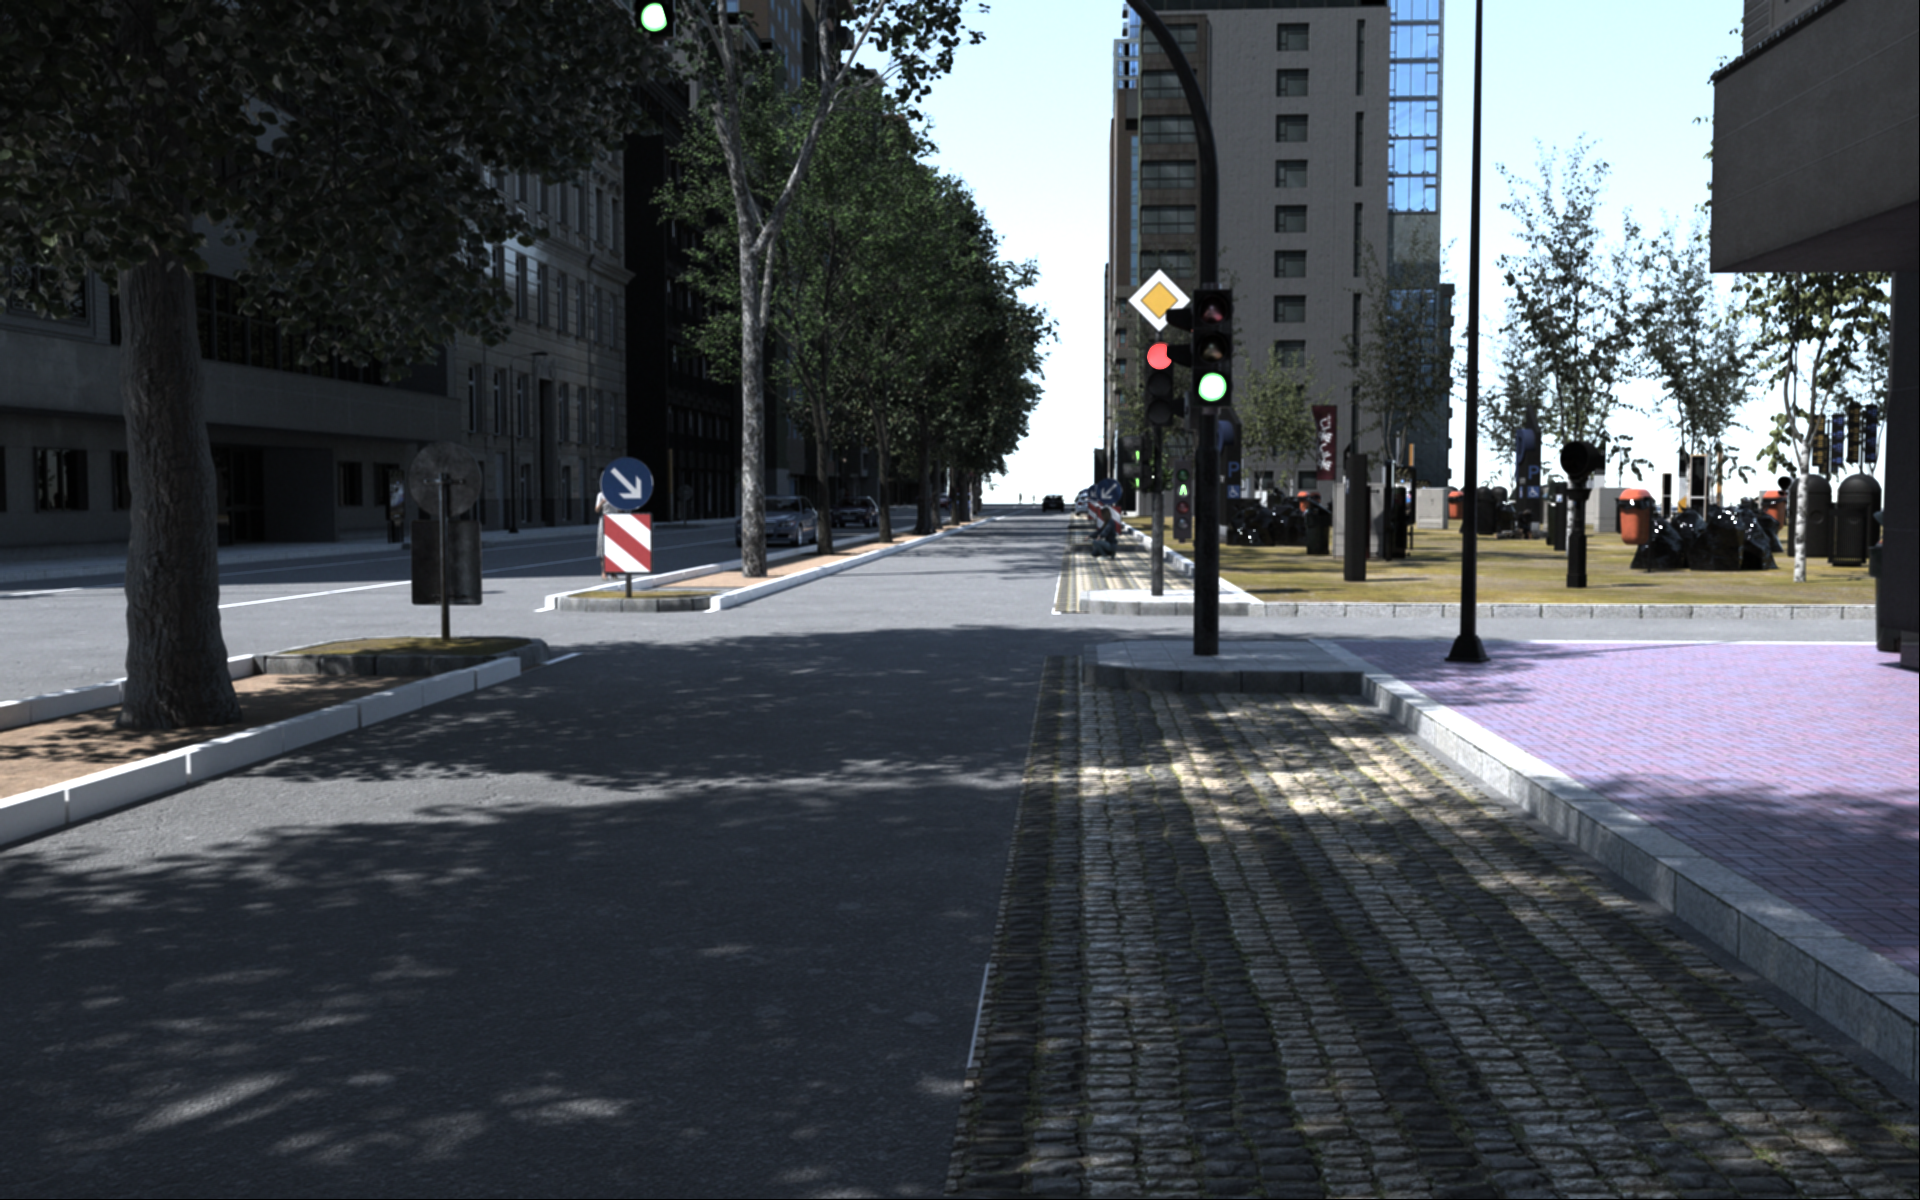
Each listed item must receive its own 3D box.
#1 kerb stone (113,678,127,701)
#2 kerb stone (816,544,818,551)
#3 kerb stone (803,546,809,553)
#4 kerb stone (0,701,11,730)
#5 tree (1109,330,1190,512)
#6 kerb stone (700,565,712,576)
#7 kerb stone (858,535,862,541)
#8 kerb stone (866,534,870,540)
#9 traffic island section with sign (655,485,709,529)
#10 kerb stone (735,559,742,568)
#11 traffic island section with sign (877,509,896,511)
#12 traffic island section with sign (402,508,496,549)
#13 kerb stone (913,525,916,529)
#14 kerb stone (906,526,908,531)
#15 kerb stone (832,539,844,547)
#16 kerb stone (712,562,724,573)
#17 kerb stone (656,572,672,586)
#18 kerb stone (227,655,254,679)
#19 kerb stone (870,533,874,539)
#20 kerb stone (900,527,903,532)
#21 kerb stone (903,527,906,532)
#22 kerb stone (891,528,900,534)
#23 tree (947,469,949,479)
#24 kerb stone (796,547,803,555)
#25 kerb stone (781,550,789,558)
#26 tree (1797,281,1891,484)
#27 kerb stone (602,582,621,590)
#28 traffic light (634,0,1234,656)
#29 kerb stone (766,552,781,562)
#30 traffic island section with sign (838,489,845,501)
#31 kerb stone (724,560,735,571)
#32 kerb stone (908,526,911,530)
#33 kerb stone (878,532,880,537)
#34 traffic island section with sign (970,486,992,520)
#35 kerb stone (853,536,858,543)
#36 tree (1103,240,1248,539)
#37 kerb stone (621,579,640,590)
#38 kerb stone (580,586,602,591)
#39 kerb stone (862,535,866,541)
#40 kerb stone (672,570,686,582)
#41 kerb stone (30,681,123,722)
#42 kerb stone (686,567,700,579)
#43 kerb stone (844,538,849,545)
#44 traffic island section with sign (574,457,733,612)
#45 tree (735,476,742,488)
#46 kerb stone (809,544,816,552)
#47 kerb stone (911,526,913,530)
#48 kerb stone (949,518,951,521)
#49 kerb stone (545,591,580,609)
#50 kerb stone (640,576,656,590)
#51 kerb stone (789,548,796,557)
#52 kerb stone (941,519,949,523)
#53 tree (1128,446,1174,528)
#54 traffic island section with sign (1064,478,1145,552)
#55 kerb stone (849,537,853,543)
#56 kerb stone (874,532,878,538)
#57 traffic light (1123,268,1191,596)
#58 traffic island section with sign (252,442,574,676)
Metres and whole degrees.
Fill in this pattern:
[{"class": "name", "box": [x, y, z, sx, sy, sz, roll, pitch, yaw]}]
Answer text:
[{"class": "kerb stone", "box": [-5.740, 0.605, 12.296, 0.120, 0.150, 1.000, 0, 4, 4]}, {"class": "kerb stone", "box": [-3.664, -1.308, 43.589, 0.120, 0.150, 1.000, 0, 4, 4]}, {"class": "kerb stone", "box": [-3.809, -1.180, 41.544, 0.120, 0.150, 1.000, 0, 4, 4]}, {"class": "kerb stone", "box": [-5.865, 0.730, 10.255, 0.120, 0.150, 1.000, 0, 4, 4]}, {"class": "tree", "box": [8.831, -7.754, 77.148, 4.737, 8.622, 4.395, 0, 3, 0]}, {"class": "kerb stone", "box": [-4.544, -0.496, 30.301, 0.120, 0.150, 1.000, 0, 4, 4]}, {"class": "kerb stone", "box": [-3.125, -1.809, 51.778, 0.120, 0.150, 1.000, 0, 4, 4]}, {"class": "kerb stone", "box": [-2.985, -1.934, 53.823, 0.120, 0.150, 1.000, 0, 4, 4]}, {"class": "traffic island section with sign", "box": [-11.608, -3.921, 72.738, 1.989, 1.847, 2.006, 0, 4, 4]}, {"class": "kerb stone", "box": [-4.343, -0.680, 33.364, 0.120, 0.150, 1.000, 0, 4, 4]}, {"class": "traffic island section with sign", "box": [-6.529, -8.630, 149.727, 1.989, 1.847, 2.006, 0, 4, 4]}, {"class": "traffic island section with sign", "box": [-13.390, -2.267, 45.699, 1.989, 1.847, 2.006, 0, 4, 4]}, {"class": "kerb stone", "box": [-1.977, -2.871, 69.138, 0.120, 0.150, 1.000, 0, 4, 4]}, {"class": "kerb stone", "box": [-2.179, -2.684, 66.072, 0.120, 0.150, 1.000, 0, 4, 4]}, {"class": "kerb stone", "box": [-3.394, -1.559, 47.690, 0.120, 0.150, 1.000, 0, 4, 4]}, {"class": "kerb stone", "box": [-4.477, -0.555, 31.321, 0.120, 0.150, 1.000, 0, 4, 4]}, {"class": "kerb stone", "box": [-4.743, -0.305, 27.237, 0.120, 0.150, 1.000, 0, 4, 4]}, {"class": "kerb stone", "box": [-5.659, 0.543, 13.315, 0.120, 0.150, 1.000, 0, 4, 4]}, {"class": "kerb stone", "box": [-2.920, -1.994, 54.846, 0.120, 0.150, 1.000, 0, 4, 4]}, {"class": "kerb stone", "box": [-2.315, -2.558, 64.033, 0.120, 0.150, 1.000, 0, 4, 4]}, {"class": "kerb stone", "box": [-2.241, -2.620, 65.052, 0.120, 0.150, 1.000, 0, 4, 4]}, {"class": "kerb stone", "box": [-2.381, -2.496, 63.013, 0.120, 0.150, 1.000, 0, 4, 4]}, {"class": "tree", "box": [-2.267, -18.805, 257.818, 4.737, 8.622, 4.395, 0, 3, 0]}, {"class": "kerb stone", "box": [-3.873, -1.121, 40.524, 0.120, 0.150, 1.000, 0, 4, 4]}, {"class": "kerb stone", "box": [-3.998, -0.987, 38.471, 0.120, 0.150, 1.000, 0, 4, 4]}, {"class": "tree", "box": [30.039, -6.536, 57.222, 4.360, 8.622, 3.978, 0, 3, 0]}, {"class": "kerb stone", "box": [-4.956, -0.121, 24.174, 0.120, 0.150, 1.000, 0, 4, 4]}, {"class": "traffic light", "box": [-0.151, -2.391, 13.753, 4.771, 5.953, 1.251, 0, 4, 4]}, {"class": "kerb stone", "box": [-4.071, -0.928, 37.447, 0.120, 0.150, 1.000, 0, 4, 4]}, {"class": "traffic island section with sign", "box": [-8.299, -6.985, 122.830, 1.989, 1.847, 2.006, 0, 4, 4]}, {"class": "kerb stone", "box": [-4.408, -0.621, 32.344, 0.120, 0.150, 1.000, 0, 4, 4]}, {"class": "kerb stone", "box": [-2.108, -2.746, 67.092, 0.120, 0.150, 1.000, 0, 4, 4]}, {"class": "kerb stone", "box": [-2.781, -2.122, 56.885, 0.120, 0.150, 1.000, 0, 4, 4]}, {"class": "traffic island section with sign", "box": [0.898, -5.429, 96.904, 2.006, 1.907, 1.989, 0, 4, 4]}, {"class": "kerb stone", "box": [-3.186, -1.744, 50.757, 0.120, 0.150, 1.000, 0, 4, 4]}, {"class": "tree", "box": [6.372, -6.056, 49.376, 4.360, 8.622, 3.978, 0, 3, 0]}, {"class": "kerb stone", "box": [-4.877, -0.183, 25.193, 0.120, 0.150, 1.000, 0, 4, 4]}, {"class": "kerb stone", "box": [-5.011, -0.053, 23.154, 0.120, 0.150, 1.000, 0, 4, 4]}, {"class": "kerb stone", "box": [-3.052, -1.872, 52.797, 0.120, 0.150, 1.000, 0, 4, 4]}, {"class": "kerb stone", "box": [-4.684, -0.368, 28.258, 0.120, 0.150, 1.000, 0, 4, 4]}, {"class": "kerb stone", "box": [-5.803, 0.673, 11.276, 0.120, 0.150, 1.000, 0, 4, 4]}, {"class": "kerb stone", "box": [-4.610, -0.433, 29.281, 0.120, 0.150, 1.000, 0, 4, 4]}, {"class": "kerb stone", "box": [-3.322, -1.622, 48.712, 0.120, 0.150, 1.000, 0, 4, 4]}, {"class": "traffic island section with sign", "box": [-4.046, -0.843, 21.927, 2.006, 1.907, 1.989, 0, 4, 4]}, {"class": "tree", "box": [-13.149, -6.223, 96.347, 1.663, 3.219, 1.824, 0, 3, 0]}, {"class": "kerb stone", "box": [-3.733, -1.246, 42.563, 0.120, 0.150, 1.000, 0, 4, 4]}, {"class": "kerb stone", "box": [-2.046, -2.808, 68.112, 0.120, 0.150, 1.000, 0, 4, 4]}, {"class": "kerb stone", "box": [-0.702, -4.057, 88.545, 0.120, 0.150, 1.000, 0, 4, 4]}, {"class": "kerb stone", "box": [-5.088, 0.004, 22.134, 0.120, 0.150, 1.000, 0, 4, 4]}, {"class": "kerb stone", "box": [-4.813, -0.246, 26.214, 0.120, 0.150, 1.000, 0, 4, 4]}, {"class": "kerb stone", "box": [-3.933, -1.058, 39.494, 0.120, 0.150, 1.000, 0, 4, 4]}, {"class": "kerb stone", "box": [-0.763, -3.996, 87.522, 0.120, 0.150, 1.000, 0, 4, 4]}, {"class": "tree", "box": [7.615, -4.557, 69.102, 1.663, 3.219, 1.824, 0, 3, 0]}, {"class": "traffic island section with sign", "box": [3.619, -2.136, 43.552, 1.989, 1.847, 2.006, 0, 4, 4]}, {"class": "kerb stone", "box": [-3.259, -1.684, 49.733, 0.120, 0.150, 1.000, 0, 4, 4]}, {"class": "kerb stone", "box": [-2.857, -2.059, 55.866, 0.120, 0.150, 1.000, 0, 4, 4]}, {"class": "traffic light", "box": [2.469, -2.006, 21.724, 0.839, 4.253, 0.868, 0, 4, 4]}, {"class": "traffic island section with sign", "box": [-4.544, -0.391, 14.537, 2.006, 1.907, 1.989, 0, 4, 4]}]
